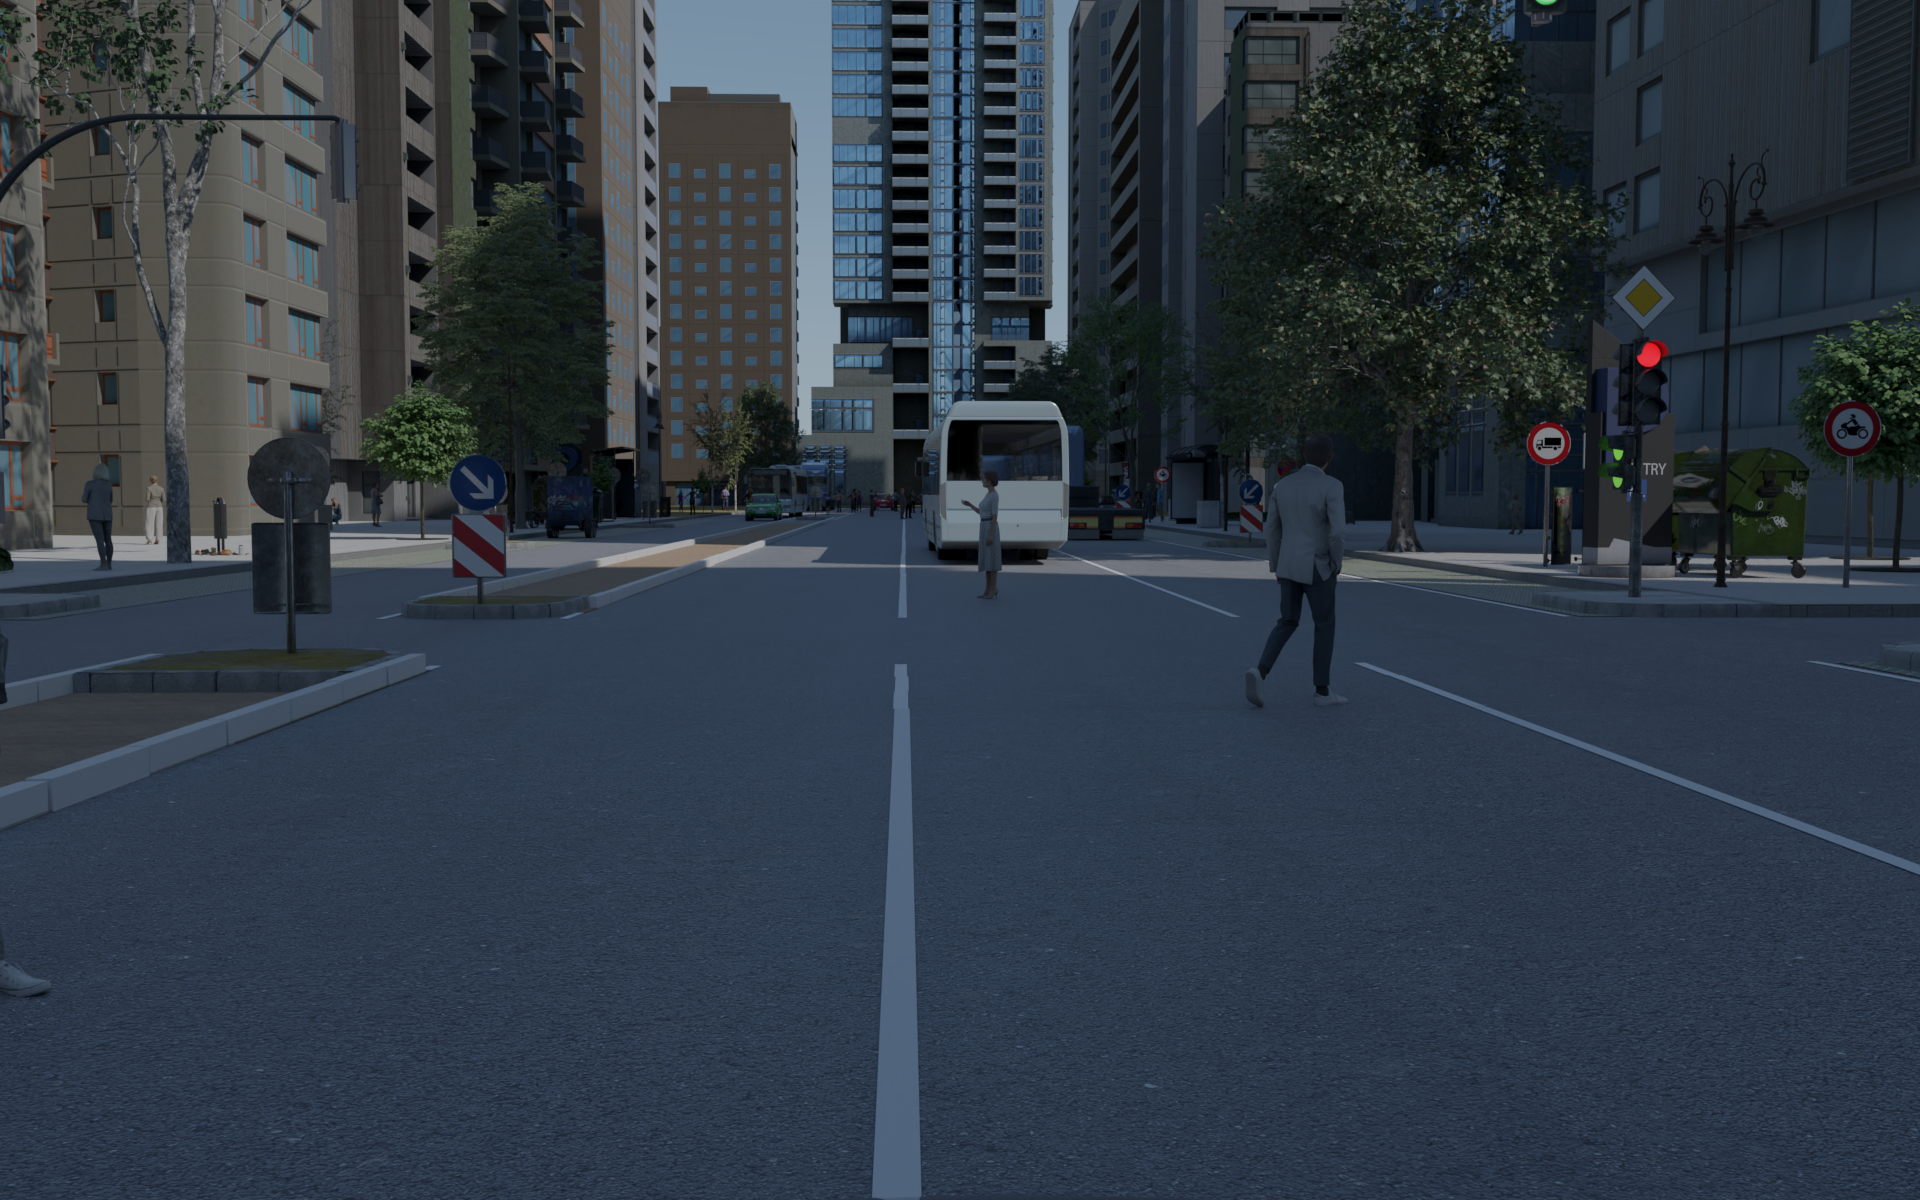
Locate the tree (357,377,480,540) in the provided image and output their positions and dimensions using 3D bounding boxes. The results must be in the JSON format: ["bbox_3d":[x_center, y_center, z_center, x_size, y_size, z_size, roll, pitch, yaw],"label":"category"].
[{"bbox_3d":[-15.071,-3.976,48.729,4.285,4.588,4.351,0,3,0],"label":"tree"}]

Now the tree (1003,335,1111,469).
[{"bbox_3d":[7.620,-14.302,140.489,9.857,13.997,8.962,0,3,0],"label":"tree"}]

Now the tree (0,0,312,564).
[{"bbox_3d":[-13.666,-10.820,32.794,12.611,20.169,13.585,0,3,0],"label":"tree"}]

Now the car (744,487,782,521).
[{"bbox_3d":[-10.525,-5.145,92.911,1.959,1.807,4.718,0,4,-2],"label":"car"}]

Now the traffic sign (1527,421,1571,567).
[{"bbox_3d":[10.322,-1.857,30.461,0.768,2.556,0.104,0,4,0],"label":"traffic sign"}]

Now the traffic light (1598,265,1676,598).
[{"bbox_3d":[8.374,-1.988,21.431,0.839,4.253,0.868,0,4,-2],"label":"traffic light"}]

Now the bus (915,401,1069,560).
[{"bbox_3d":[0.549,-2.819,40.953,2.948,3.499,13.247,0,4,-3],"label":"bus"}]

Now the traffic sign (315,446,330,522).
[{"bbox_3d":[-17.044,-2.796,45.823,0.768,2.556,0.104,0,4,4],"label":"traffic sign"}]

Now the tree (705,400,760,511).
[{"bbox_3d":[-17.712,-11.266,134.559,4.737,8.622,4.395,0,3,0],"label":"tree"}]

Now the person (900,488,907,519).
[{"bbox_3d":[-3.240,-5.513,99.190,0.434,1.755,0.990,1,4,9],"label":"person"}]

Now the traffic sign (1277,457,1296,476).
[{"bbox_3d":[11.359,-3.662,59.988,0.768,2.556,0.104,0,4,7],"label":"traffic sign"}]

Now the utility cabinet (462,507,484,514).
[{"bbox_3d":[-15.846,-2.948,56.876,0.318,1.500,1.173,2,4,24],"label":"utility cabinet"}]

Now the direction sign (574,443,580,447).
[{"bbox_3d":[-17.225,-5.254,77.897,0.379,3.537,0.876,0,4,3],"label":"direction sign"}]

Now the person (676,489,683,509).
[{"bbox_3d":[-23.852,-8.598,147.358,0.721,1.736,1.217,1,4,13],"label":"person"}]

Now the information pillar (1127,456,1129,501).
[{"bbox_3d":[9.083,-6.241,93.396,0.183,3.616,0.504,0,4,5],"label":"information pillar"}]

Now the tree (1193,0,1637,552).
[{"bbox_3d":[9.918,-7.410,38.166,9.611,12.733,9.660,0,3,0],"label":"tree"}]

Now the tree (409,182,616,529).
[{"bbox_3d":[-16.212,-8.866,63.082,7.486,12.596,7.792,0,3,0],"label":"tree"}]

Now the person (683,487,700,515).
[{"bbox_3d":[-16.604,-6.142,107.182,1.217,1.735,0.721,-3,5,-43],"label":"person"}]

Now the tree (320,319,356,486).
[{"bbox_3d":[-25.744,-7.209,68.230,4.360,8.622,3.978,0,3,0],"label":"tree"}]

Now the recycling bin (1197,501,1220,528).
[{"bbox_3d":[9.322,-3.211,65.053,0.722,1.027,0.722,0,4,-5],"label":"recycling bin"}]

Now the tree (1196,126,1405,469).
[{"bbox_3d":[10.900,-8.265,53.255,7.486,12.596,7.792,0,3,0],"label":"tree"}]

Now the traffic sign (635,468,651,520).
[{"bbox_3d":[-15.580,-5.201,85.136,0.768,2.556,0.104,0,4,1],"label":"traffic sign"}]

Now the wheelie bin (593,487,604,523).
[{"bbox_3d":[-16.184,-4.214,76.810,0.693,1.594,0.980,0,4,4],"label":"wheelie bin"}]

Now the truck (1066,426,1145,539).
[{"bbox_3d":[4.006,-4.450,62.520,2.967,4.110,18.799,0,4,-3],"label":"truck"}]

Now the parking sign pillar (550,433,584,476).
[{"bbox_3d":[-16.144,-5.053,71.095,1.447,3.967,1.447,0,4,4],"label":"parking sign pillar"}]

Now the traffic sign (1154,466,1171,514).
[{"bbox_3d":[9.268,-4.839,79.220,0.768,2.556,0.104,0,4,5],"label":"traffic sign"}]

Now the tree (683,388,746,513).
[{"bbox_3d":[-16.706,-10.273,118.329,4.360,8.622,3.978,0,3,0],"label":"tree"}]

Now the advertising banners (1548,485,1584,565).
[{"bbox_3d":[11.559,-2.168,31.639,2.074,3.025,0.090,-2,4,-25],"label":"advertising banners"}]

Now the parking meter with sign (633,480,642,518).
[{"bbox_3d":[-17.727,-5.990,94.193,0.543,3.016,1.738,-2,4,-27],"label":"parking meter with sign"}]

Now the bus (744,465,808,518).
[{"bbox_3d":[-11.249,-6.884,107.415,2.948,3.499,13.247,0,4,-1],"label":"bus"}]

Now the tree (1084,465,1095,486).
[{"bbox_3d":[8.224,-7.340,114.609,1.663,3.219,1.824,0,3,0],"label":"tree"}]

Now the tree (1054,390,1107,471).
[{"bbox_3d":[8.006,-10.371,119.921,4.360,8.622,3.978,0,3,0],"label":"tree"}]

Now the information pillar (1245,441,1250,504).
[{"bbox_3d":[11.437,-4.741,68.873,0.183,3.616,0.504,1,4,21],"label":"information pillar"}]

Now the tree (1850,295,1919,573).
[{"bbox_3d":[15.577,-2.757,28.788,4.285,4.588,4.351,0,3,0],"label":"tree"}]

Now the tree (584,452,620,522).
[{"bbox_3d":[-16.558,-5.225,80.025,1.663,3.219,1.824,0,3,0],"label":"tree"}]

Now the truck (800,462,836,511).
[{"bbox_3d":[-12.494,-9.924,152.017,2.967,4.110,18.799,0,4,-2],"label":"truck"}]

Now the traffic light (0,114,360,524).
[{"bbox_3d":[-9.688,-2.826,20.873,4.771,5.953,1.251,0,4,-2],"label":"traffic light"}]

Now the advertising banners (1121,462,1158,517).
[{"bbox_3d":[9.870,-6.066,95.366,2.074,3.025,0.090,1,4,21],"label":"advertising banners"}]

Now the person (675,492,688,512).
[{"bbox_3d":[-19.670,-6.917,122.365,0.991,1.433,0.599,-2,4,-33],"label":"person"}]

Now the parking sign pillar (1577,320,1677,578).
[{"bbox_3d":[10.414,-2.352,26.936,1.447,3.967,1.447,-1,4,-13],"label":"parking sign pillar"}]

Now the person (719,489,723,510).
[{"bbox_3d":[-19.036,-8.053,138.414,0.721,1.736,1.217,-2,4,-25],"label":"person"}]

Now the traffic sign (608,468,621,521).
[{"bbox_3d":[-16.713,-5.092,83.361,0.768,2.556,0.104,0,4,8],"label":"traffic sign"}]

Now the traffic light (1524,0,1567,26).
[{"bbox_3d":[6.543,-2.359,13.242,4.771,5.953,1.251,0,4,-2],"label":"traffic light"}]

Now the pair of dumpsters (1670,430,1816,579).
[{"bbox_3d":[12.134,-1.576,28.262,1.574,2.255,4.437,0,4,-2],"label":"pair of dumpsters"}]

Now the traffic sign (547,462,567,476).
[{"bbox_3d":[-15.916,-4.178,68.421,0.768,2.556,0.104,0,4,3],"label":"traffic sign"}]

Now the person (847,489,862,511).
[{"bbox_3d":[-8.885,-8.415,145.714,1.348,1.869,0.705,-1,4,-11],"label":"person"}]

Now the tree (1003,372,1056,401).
[{"bbox_3d":[6.602,-14.884,160.359,9.611,12.733,9.660,0,3,0],"label":"tree"}]

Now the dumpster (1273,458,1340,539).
[{"bbox_3d":[9.663,-2.802,48.302,1.502,2.255,1.985,0,4,-2],"label":"dumpster"}]

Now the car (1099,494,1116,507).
[{"bbox_3d":[6.293,-4.282,79.800,2.009,1.686,4.222,0,4,-2],"label":"car"}]

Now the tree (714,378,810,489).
[{"bbox_3d":[-19.532,-15.536,171.017,9.611,12.733,9.660,0,3,0],"label":"tree"}]

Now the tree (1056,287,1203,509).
[{"bbox_3d":[8.658,-9.887,87.406,9.928,11.665,9.643,0,3,0],"label":"tree"}]

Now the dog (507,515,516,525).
[{"bbox_3d":[-18.785,-3.367,72.787,0.748,0.427,0.550,-1,4,-9],"label":"dog"}]

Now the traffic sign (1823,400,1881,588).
[{"bbox_3d":[12.127,-1.439,23.629,0.768,2.556,0.104,0,4,2],"label":"traffic sign"}]

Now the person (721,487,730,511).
[{"bbox_3d":[-17.755,-7.685,131.562,0.709,1.838,0.599,1,4,15],"label":"person"}]

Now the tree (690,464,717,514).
[{"bbox_3d":[-16.938,-7.270,113.459,1.663,3.219,1.824,0,3,0],"label":"tree"}]

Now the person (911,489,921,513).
[{"bbox_3d":[-3.536,-7.433,130.046,1.348,1.823,0.705,-2,4,-29],"label":"person"}]

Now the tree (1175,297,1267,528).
[{"bbox_3d":[10.076,-7.010,64.973,4.360,8.622,3.978,0,3,0],"label":"tree"}]

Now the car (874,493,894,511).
[{"bbox_3d":[-6.674,-8.694,151.182,2.155,1.783,4.494,0,4,-1],"label":"car"}]

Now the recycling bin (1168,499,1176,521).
[{"bbox_3d":[10.473,-4.316,83.121,0.722,1.027,0.722,-1,4,-19],"label":"recycling bin"}]

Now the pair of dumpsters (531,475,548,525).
[{"bbox_3d":[-17.365,-4.397,74.385,1.574,2.255,4.437,0,4,-2],"label":"pair of dumpsters"}]
